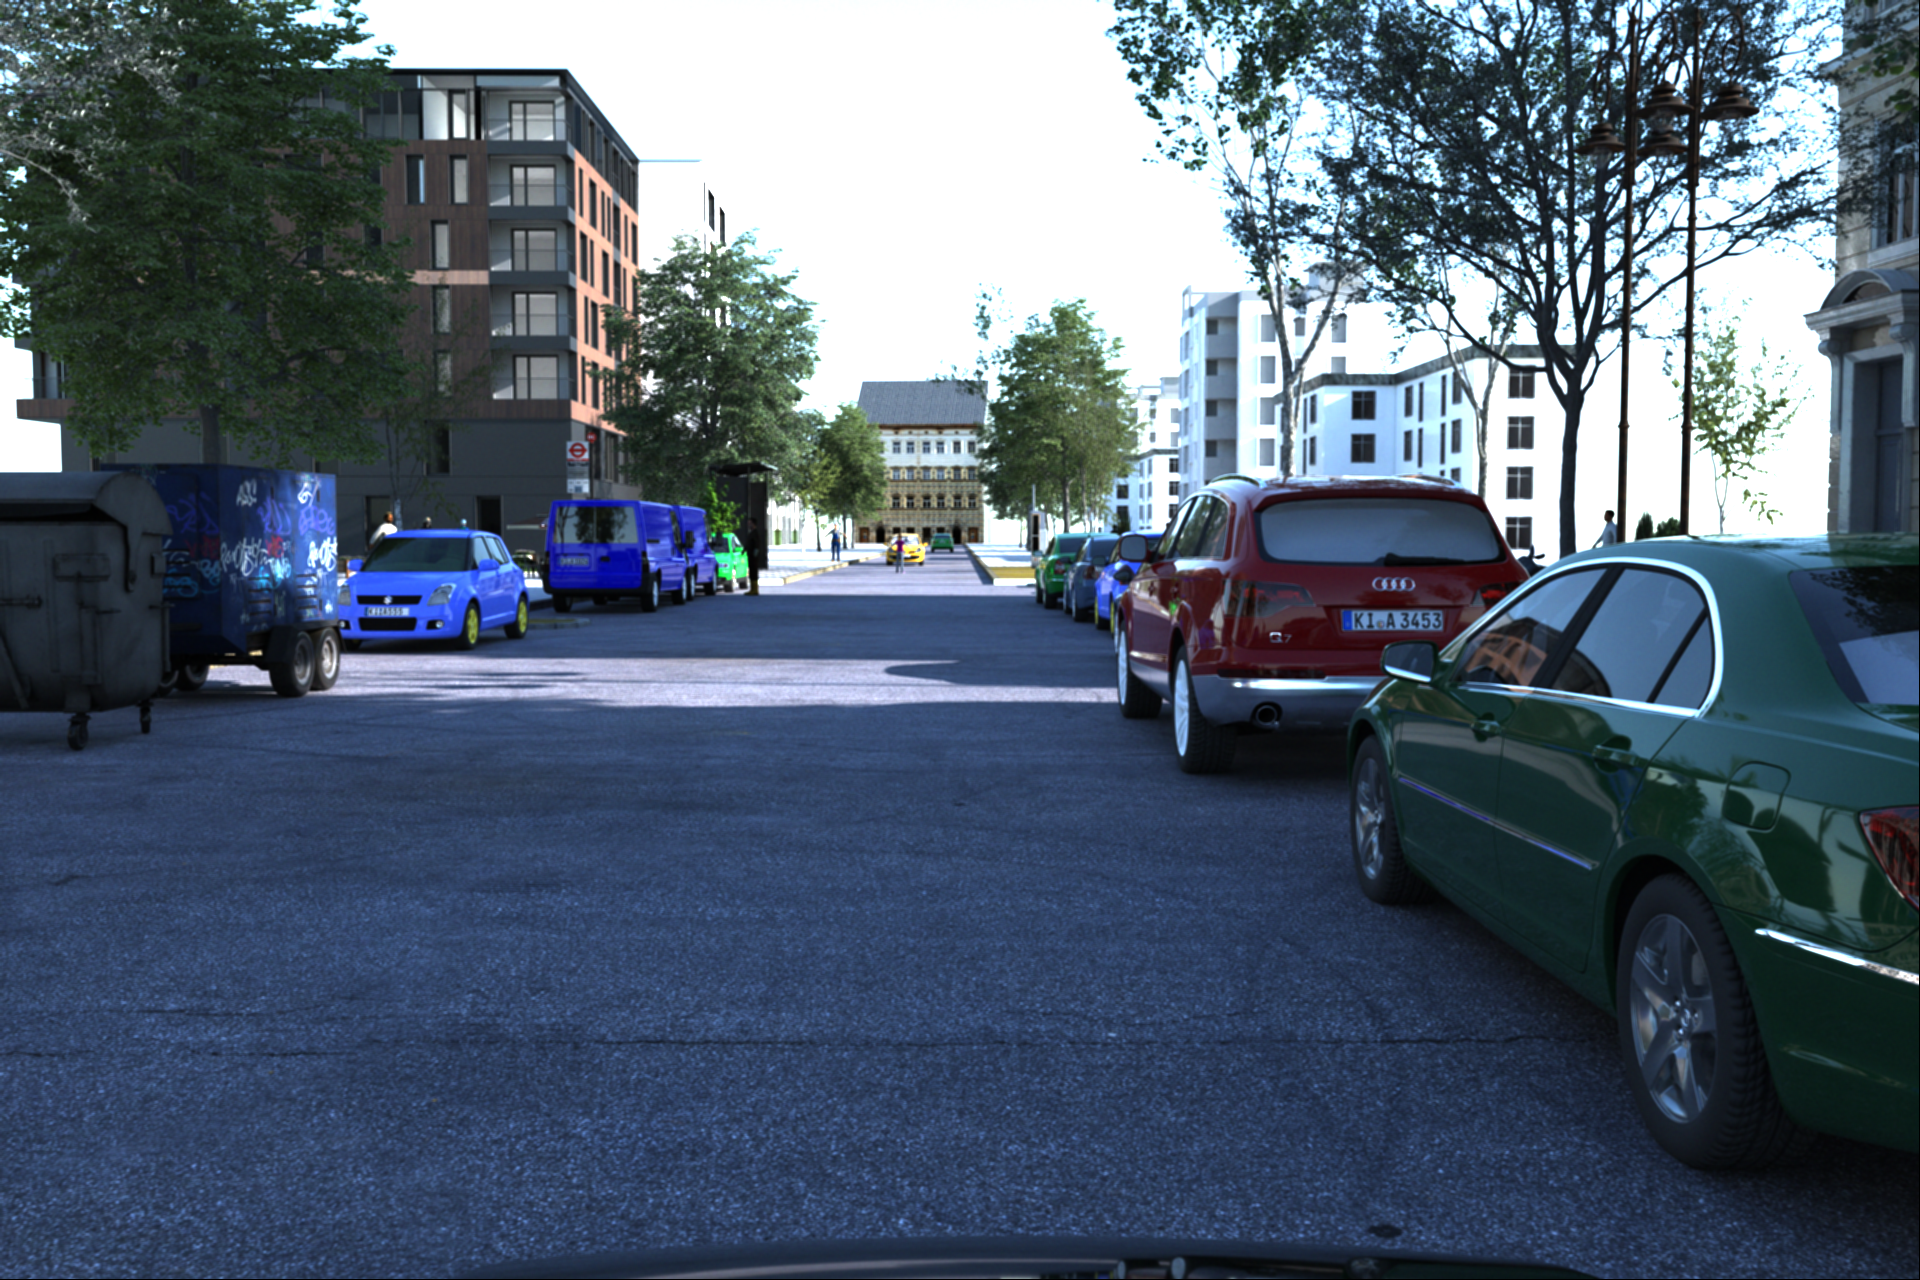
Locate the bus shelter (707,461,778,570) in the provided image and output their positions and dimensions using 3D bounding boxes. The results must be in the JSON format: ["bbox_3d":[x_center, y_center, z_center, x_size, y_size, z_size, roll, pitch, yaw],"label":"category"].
[{"bbox_3d":[-7.349,-4.143,59.023,1.731,3.624,6.357,0,4,-1],"label":"bus shelter"}]

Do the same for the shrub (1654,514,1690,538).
[{"bbox_3d":[28.054,-3.934,68.368,1.661,2.075,1.752,0,3,0],"label":"shrub"}]

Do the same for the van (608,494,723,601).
[{"bbox_3d":[-6.644,-2.102,38.757,2.240,2.365,5.245,0,4,0],"label":"van"}]

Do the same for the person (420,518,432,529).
[{"bbox_3d":[-18.602,-3.350,60.553,0.705,1.856,1.354,2,4,34],"label":"person"}]

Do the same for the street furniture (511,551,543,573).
[{"bbox_3d":[-13.561,-2.703,59.827,5.734,0.657,10.072,0,4,-6],"label":"street furniture"}]

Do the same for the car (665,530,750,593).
[{"bbox_3d":[-6.393,-2.139,43.770,1.959,1.807,4.718,0,3,0],"label":"car"}]

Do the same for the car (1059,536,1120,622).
[{"bbox_3d":[2.724,-1.074,29.558,2.014,1.417,4.499,0,4,0],"label":"car"}]

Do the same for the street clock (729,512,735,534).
[{"bbox_3d":[-7.310,-3.086,55.022,0.358,2.002,0.471,0,4,1],"label":"street clock"}]

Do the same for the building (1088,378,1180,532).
[{"bbox_3d":[21.323,-22.162,218.760,16.016,20.090,11.380,0,4,-1],"label":"building"}]

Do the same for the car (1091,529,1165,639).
[{"bbox_3d":[2.881,-0.935,24.875,1.945,1.707,3.694,0,4,-1],"label":"car"}]

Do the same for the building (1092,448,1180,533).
[{"bbox_3d":[19.607,-14.783,183.847,9.099,9.664,28.070,0,4,0],"label":"building"}]

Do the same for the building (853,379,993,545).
[{"bbox_3d":[-4.902,-25.209,245.554,18.063,23.208,19.493,0,4,5],"label":"building"}]

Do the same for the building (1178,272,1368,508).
[{"bbox_3d":[21.858,-16.854,131.979,16.016,20.090,11.380,0,4,-1],"label":"building"}]

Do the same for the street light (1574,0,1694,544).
[{"bbox_3d":[5.889,-2.601,15.320,0.468,5.910,1.993,0,3,0],"label":"street light"}]

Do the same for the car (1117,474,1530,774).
[{"bbox_3d":[2.297,-0.198,11.918,2.281,1.827,5.304,0,4,-1],"label":"car"}]

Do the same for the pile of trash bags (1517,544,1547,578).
[{"bbox_3d":[6.296,-0.740,21.848,1.912,1.369,3.447,0,3,0],"label":"pile of trash bags"}]

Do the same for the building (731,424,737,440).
[{"bbox_3d":[-26.943,-15.991,127.903,16.747,18.905,31.486,0,4,0],"label":"building"}]

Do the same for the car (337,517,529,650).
[{"bbox_3d":[-6.834,-0.789,22.483,1.945,1.707,3.694,0,4,0],"label":"car"}]

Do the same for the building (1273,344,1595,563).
[{"bbox_3d":[23.437,-9.082,90.637,9.099,9.664,28.070,0,3,0],"label":"building"}]

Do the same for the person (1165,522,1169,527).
[{"bbox_3d":[9.567,-4.509,79.872,0.704,1.843,1.345,1,4,20],"label":"person"}]

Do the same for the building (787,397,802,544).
[{"bbox_3d":[-29.634,-21.554,218.870,16.747,18.905,31.486,0,4,-1],"label":"building"}]

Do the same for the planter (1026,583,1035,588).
[{"bbox_3d":[2.811,-1.588,47.104,1.991,0.319,1.994,0,3,0],"label":"planter"}]

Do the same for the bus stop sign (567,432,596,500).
[{"bbox_3d":[-9.886,-3.476,45.536,0.855,3.939,0.416,0,4,1],"label":"bus stop sign"}]

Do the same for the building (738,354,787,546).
[{"bbox_3d":[-28.070,-19.336,182.604,16.747,18.905,31.486,0,4,-1],"label":"building"}]

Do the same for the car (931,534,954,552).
[{"bbox_3d":[-1.420,-7.900,137.962,1.959,1.807,4.718,0,4,-1],"label":"car"}]

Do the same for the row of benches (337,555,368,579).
[{"bbox_3d":[-17.619,-2.144,50.514,1.422,0.672,4.104,2,4,29],"label":"row of benches"}]

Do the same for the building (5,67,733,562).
[{"bbox_3d":[-27.966,-15.205,92.571,27.936,21.610,32.646,0,4,-1],"label":"building"}]

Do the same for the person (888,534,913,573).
[{"bbox_3d":[-2.190,-3.182,63.752,0.991,1.433,0.599,1,4,18],"label":"person"}]

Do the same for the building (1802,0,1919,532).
[{"bbox_3d":[24.313,-14.675,25.836,13.634,28.700,20.117,0,4,0],"label":"building"}]

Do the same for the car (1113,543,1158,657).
[{"bbox_3d":[2.670,-0.381,18.240,2.014,1.417,4.499,0,4,-1],"label":"car"}]

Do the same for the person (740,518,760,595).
[{"bbox_3d":[-4.881,-1.957,40.593,0.704,1.812,1.346,-1,4,-21],"label":"person"}]

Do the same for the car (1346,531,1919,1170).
[{"bbox_3d":[2.513,0.395,5.343,2.131,1.459,4.920,0,4,-1],"label":"car"}]

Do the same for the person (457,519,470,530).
[{"bbox_3d":[-18.130,-3.496,63.293,1.347,1.817,0.704,0,4,5],"label":"person"}]

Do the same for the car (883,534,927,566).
[{"bbox_3d":[-2.502,-4.247,79.659,2.015,1.641,3.980,0,4,0],"label":"car"}]

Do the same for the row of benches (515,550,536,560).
[{"bbox_3d":[-16.878,-3.166,67.219,1.422,0.672,4.104,-1,4,-18],"label":"row of benches"}]

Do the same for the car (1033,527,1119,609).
[{"bbox_3d":[2.469,-1.573,34.523,1.959,1.807,4.718,0,4,-1],"label":"car"}]

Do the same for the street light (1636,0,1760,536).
[{"bbox_3d":[6.472,-2.605,15.378,0.468,5.910,1.993,0,4,0],"label":"street light"}]

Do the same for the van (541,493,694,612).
[{"bbox_3d":[-6.501,-1.774,33.391,2.240,2.365,5.245,0,4,0],"label":"van"}]
